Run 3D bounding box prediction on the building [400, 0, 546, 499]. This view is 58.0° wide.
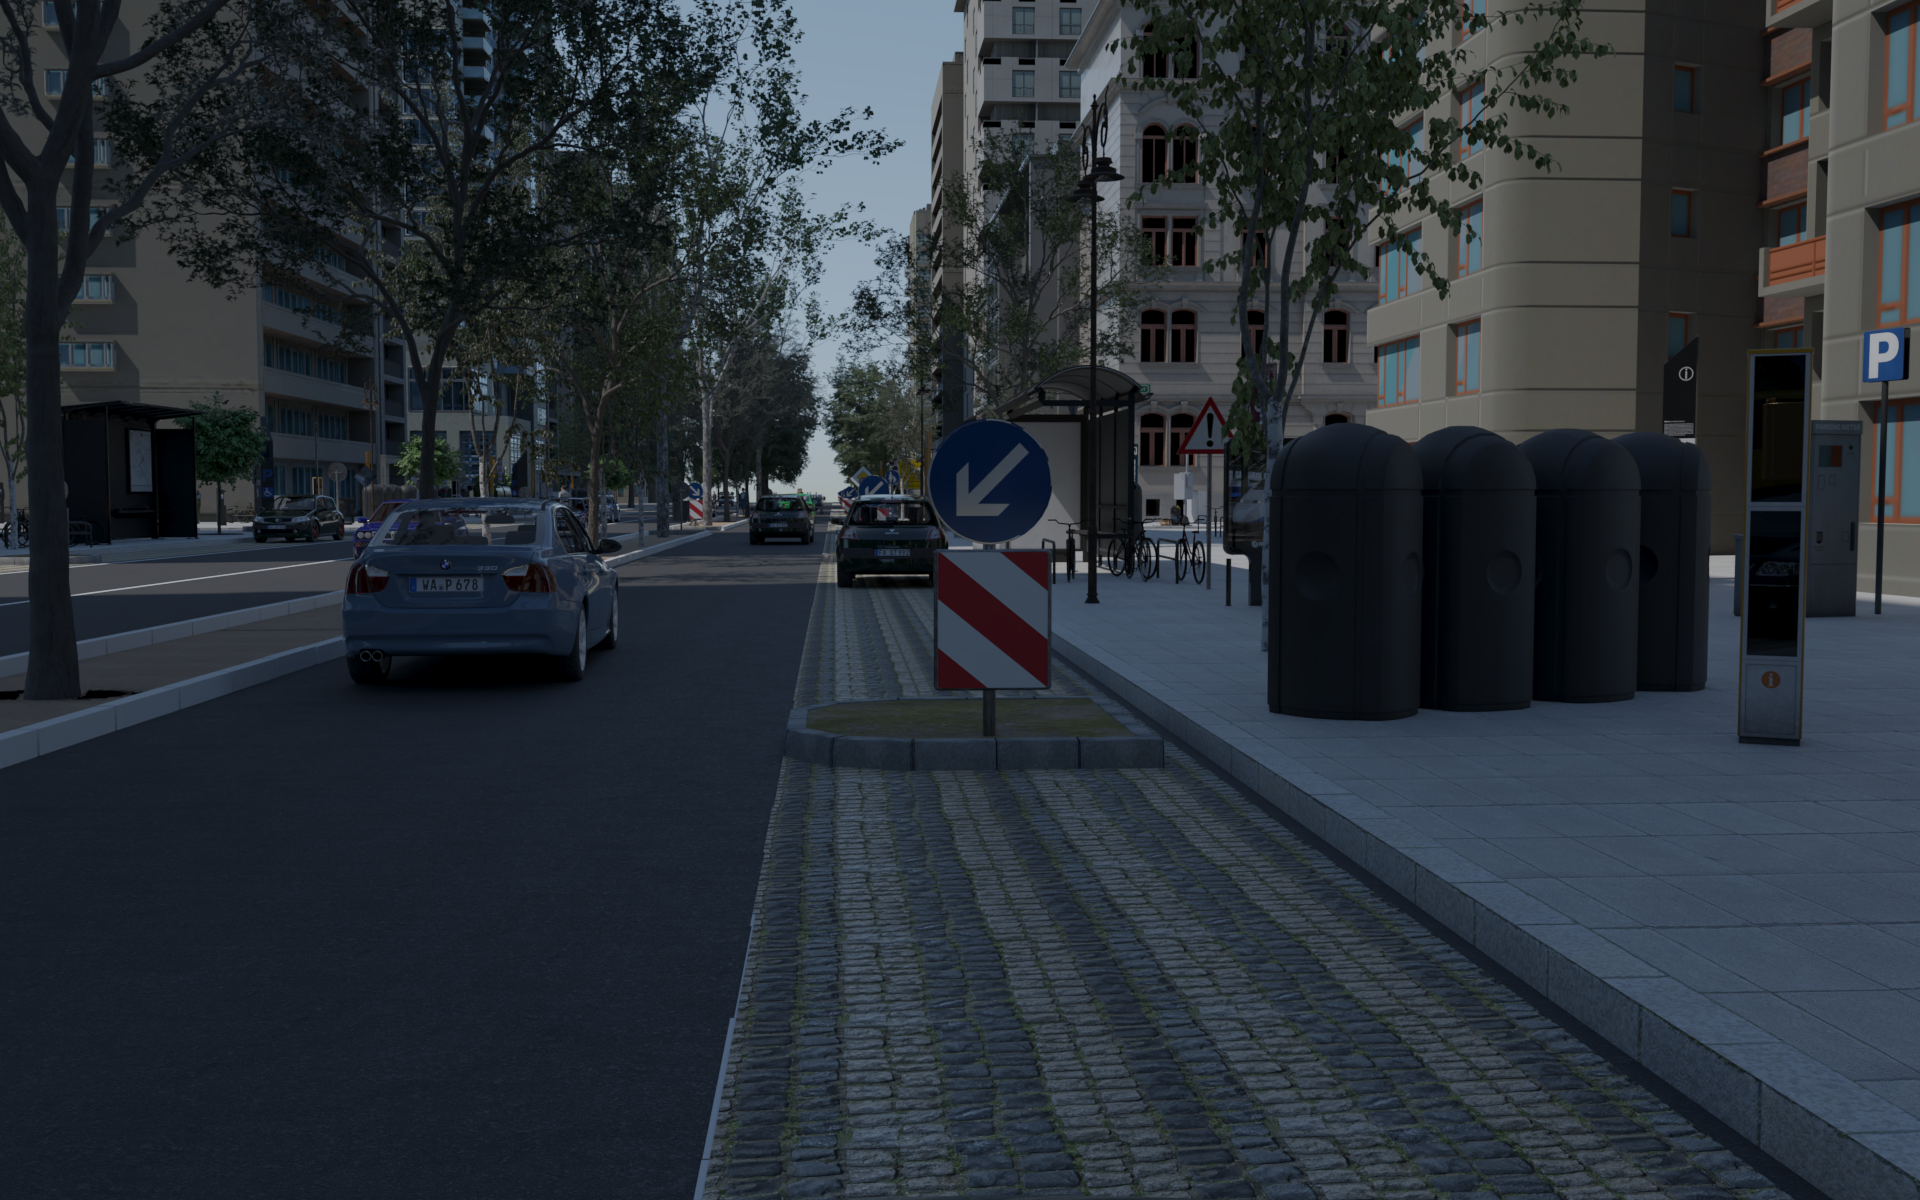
[{"bbox_3d":[-49.462,-51.527,155.142,22.319,86.520,31.000,0,4,-4],"label":"building"}]

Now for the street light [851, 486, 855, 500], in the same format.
[{"bbox_3d":[-18.994,-20.218,303.345,0.468,5.910,1.993,0,4,-4],"label":"street light"}]

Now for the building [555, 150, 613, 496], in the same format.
[{"bbox_3d":[-48.292,-31.594,200.150,14.154,41.232,14.086,0,4,-4],"label":"building"}]

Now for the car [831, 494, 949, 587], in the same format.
[{"bbox_3d":[-1.091,-1.105,27.849,2.009,1.686,4.222,0,4,-2],"label":"car"}]

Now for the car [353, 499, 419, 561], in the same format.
[{"bbox_3d":[-11.247,-1.408,35.602,1.945,1.354,3.894,0,4,-6],"label":"car"}]

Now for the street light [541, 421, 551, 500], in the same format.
[{"bbox_3d":[-26.277,-8.393,110.013,0.468,5.910,1.993,0,4,-4],"label":"street light"}]

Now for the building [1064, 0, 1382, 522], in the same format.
[{"bbox_3d":[17.691,-18.159,84.286,23.554,28.519,14.401,0,4,-4],"label":"building"}]

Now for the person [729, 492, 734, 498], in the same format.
[{"bbox_3d":[-34.109,-15.134,255.943,1.348,1.824,0.705,1,4,18],"label":"person"}]

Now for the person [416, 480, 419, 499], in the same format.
[{"bbox_3d":[-14.929,-2.423,48.218,0.850,1.850,0.679,0,4,5],"label":"person"}]

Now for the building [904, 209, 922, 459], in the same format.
[{"bbox_3d":[2.074,-40.954,289.200,23.786,49.044,30.456,0,4,-4],"label":"building"}]

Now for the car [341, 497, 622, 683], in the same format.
[{"bbox_3d":[-3.892,-0.152,14.494,2.014,1.417,4.499,0,4,-6],"label":"car"}]

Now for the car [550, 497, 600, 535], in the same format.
[{"bbox_3d":[-13.312,-2.823,58.743,1.945,1.354,3.894,0,4,-2],"label":"car"}]

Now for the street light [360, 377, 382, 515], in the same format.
[{"bbox_3d":[-23.328,-5.867,68.716,0.468,5.910,1.993,0,4,-4],"label":"street light"}]

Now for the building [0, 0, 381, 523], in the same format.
[{"bbox_3d":[-43.189,-28.341,87.084,21.300,48.544,21.600,0,4,-4],"label":"building"}]

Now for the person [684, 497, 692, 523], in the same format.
[{"bbox_3d":[-13.172,-4.598,84.033,0.694,1.780,0.624,2,4,32],"label":"person"}]

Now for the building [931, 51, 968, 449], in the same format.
[{"bbox_3d":[8.100,-34.502,187.810,21.300,48.544,21.600,0,4,-4],"label":"building"}]

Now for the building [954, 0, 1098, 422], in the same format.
[{"bbox_3d":[14.662,-35.090,162.965,28.713,52.752,27.495,0,4,-4],"label":"building"}]

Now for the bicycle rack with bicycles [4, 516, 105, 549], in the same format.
[{"bbox_3d":[-22.135,-1.729,41.658,2.925,0.926,2.852,-2,4,-29],"label":"bicycle rack with bicycles"}]

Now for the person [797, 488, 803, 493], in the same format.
[{"bbox_3d":[-10.611,-6.504,114.823,0.580,1.828,0.573,3,4,39],"label":"person"}]

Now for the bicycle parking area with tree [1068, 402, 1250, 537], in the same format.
[{"bbox_3d":[6.069,-4.033,52.939,8.231,4.147,9.016,1,4,12],"label":"bicycle parking area with tree"}]

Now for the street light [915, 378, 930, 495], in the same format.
[{"bbox_3d":[-1.339,-5.404,61.139,0.468,5.910,1.993,0,4,-4],"label":"street light"}]

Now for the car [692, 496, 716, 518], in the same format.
[{"bbox_3d":[-15.336,-5.458,101.819,1.945,1.354,3.894,0,4,-2],"label":"car"}]

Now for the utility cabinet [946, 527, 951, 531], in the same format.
[{"bbox_3d":[-0.128,-3.098,59.336,1.173,1.500,0.318,-2,4,-30],"label":"utility cabinet"}]

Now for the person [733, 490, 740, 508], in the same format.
[{"bbox_3d":[-23.177,-10.540,180.968,0.705,1.807,1.348,3,4,36],"label":"person"}]

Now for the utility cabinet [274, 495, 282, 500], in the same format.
[{"bbox_3d":[-31.145,-4.159,79.163,1.020,1.237,0.306,-2,4,-29],"label":"utility cabinet"}]

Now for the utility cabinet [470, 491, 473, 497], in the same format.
[{"bbox_3d":[-30.723,-6.238,110.670,1.173,1.500,0.318,1,4,11],"label":"utility cabinet"}]

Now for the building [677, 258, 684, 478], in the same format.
[{"bbox_3d":[-54.174,-37.171,291.346,14.154,41.232,14.086,0,4,-4],"label":"building"}]

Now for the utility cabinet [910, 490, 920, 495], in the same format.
[{"bbox_3d":[-2.359,-5.005,90.512,0.318,1.500,1.173,-1,4,-16],"label":"utility cabinet"}]

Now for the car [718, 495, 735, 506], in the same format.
[{"bbox_3d":[-27.430,-11.668,203.355,1.945,1.354,3.894,0,4,-5],"label":"car"}]

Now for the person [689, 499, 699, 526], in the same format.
[{"bbox_3d":[-11.463,-3.799,74.881,0.640,1.303,0.475,1,4,18],"label":"person"}]

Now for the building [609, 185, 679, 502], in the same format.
[{"bbox_3d":[-56.155,-39.704,272.864,21.300,48.544,21.600,0,4,-4],"label":"building"}]

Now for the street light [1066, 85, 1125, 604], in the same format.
[{"bbox_3d":[1.555,-2.899,20.182,0.468,5.910,1.993,0,4,-4],"label":"street light"}]

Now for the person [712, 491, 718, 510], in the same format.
[{"bbox_3d":[-21.767,-8.805,153.386,0.541,1.710,0.530,3,5,41],"label":"person"}]

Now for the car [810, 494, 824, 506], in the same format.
[{"bbox_3d":[-15.289,-10.381,181.738,2.014,1.417,4.499,0,4,-3],"label":"car"}]

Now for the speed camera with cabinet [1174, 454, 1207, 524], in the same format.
[{"bbox_3d":[9.982,-4.912,74.649,0.660,3.252,2.038,3,4,39],"label":"speed camera with cabinet"}]

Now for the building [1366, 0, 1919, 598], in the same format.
[{"bbox_3d":[25.074,-11.304,29.863,27.650,21.520,28.899,0,4,-4],"label":"building"}]

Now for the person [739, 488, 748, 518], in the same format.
[{"bbox_3d":[-12.864,-5.785,103.112,0.581,1.822,0.654,2,4,30],"label":"person"}]

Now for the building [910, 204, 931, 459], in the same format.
[{"bbox_3d":[-0.495,-37.684,266.238,14.600,45.320,14.200,0,4,-4],"label":"building"}]

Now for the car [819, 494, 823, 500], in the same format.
[{"bbox_3d":[-17.196,-12.047,207.188,2.015,1.641,3.980,0,4,-5],"label":"car"}]

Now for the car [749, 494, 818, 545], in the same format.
[{"bbox_3d":[-5.169,-2.490,50.505,2.009,1.686,4.222,0,4,-2],"label":"car"}]

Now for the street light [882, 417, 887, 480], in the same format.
[{"bbox_3d":[-4.387,-7.948,102.732,0.468,5.910,1.993,0,4,-4],"label":"street light"}]

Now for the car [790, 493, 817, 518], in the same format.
[{"bbox_3d":[-7.988,-4.668,85.112,1.959,1.807,4.718,0,4,-4],"label":"car"}]

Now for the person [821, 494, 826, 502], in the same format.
[{"bbox_3d":[-19.935,-14.707,252.147,0.799,1.438,0.628,0,4,-4],"label":"person"}]

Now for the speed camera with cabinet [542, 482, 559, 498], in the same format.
[{"bbox_3d":[-31.531,-8.542,134.002,0.660,3.252,2.038,1,4,23],"label":"speed camera with cabinet"}]

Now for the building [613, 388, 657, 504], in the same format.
[{"bbox_3d":[-58.037,-24.624,247.640,27.650,21.520,28.899,0,4,-4],"label":"building"}]

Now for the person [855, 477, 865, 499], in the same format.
[{"bbox_3d":[-2.127,-1.808,38.251,0.419,1.800,0.721,-1,4,-8],"label":"person"}]

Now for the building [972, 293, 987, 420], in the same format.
[{"bbox_3d":[6.643,-16.599,136.021,10.561,19.102,19.286,0,4,-4],"label":"building"}]

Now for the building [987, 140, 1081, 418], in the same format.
[{"bbox_3d":[9.896,-17.879,111.396,14.314,24.678,30.058,0,4,-4],"label":"building"}]

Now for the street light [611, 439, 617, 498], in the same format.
[{"bbox_3d":[-28.875,-10.503,144.508,0.468,5.910,1.993,0,4,-4],"label":"street light"}]

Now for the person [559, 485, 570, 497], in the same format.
[{"bbox_3d":[-18.575,-4.470,81.435,0.661,1.843,0.795,-3,5,-42],"label":"person"}]

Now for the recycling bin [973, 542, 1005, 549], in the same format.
[{"bbox_3d":[0.748,-1.652,39.566,0.722,1.027,0.722,2,4,24],"label":"recycling bin"}]

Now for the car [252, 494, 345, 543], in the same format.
[{"bbox_3d":[-19.845,-2.583,52.018,2.009,1.686,4.222,0,4,-3],"label":"car"}]

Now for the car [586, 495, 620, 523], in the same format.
[{"bbox_3d":[-18.174,-4.600,87.210,2.014,1.417,4.499,0,4,-5],"label":"car"}]

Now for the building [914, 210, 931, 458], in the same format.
[{"bbox_3d":[0.343,-34.731,251.444,14.154,41.232,14.086,0,4,-4],"label":"building"}]

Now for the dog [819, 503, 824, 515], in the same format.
[{"bbox_3d":[-9.696,-6.318,120.140,0.513,0.831,0.800,2,4,35],"label":"dog"}]

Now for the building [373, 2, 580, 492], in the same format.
[{"bbox_3d":[-51.252,-45.447,181.305,20.563,71.187,20.611,0,4,-4],"label":"building"}]

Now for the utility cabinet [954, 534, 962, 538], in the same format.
[{"bbox_3d":[0.169,-2.423,50.778,0.306,1.237,1.020,-2,4,-29],"label":"utility cabinet"}]

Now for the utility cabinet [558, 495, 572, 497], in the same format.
[{"bbox_3d":[-26.615,-6.451,116.634,1.020,1.237,0.306,2,4,32],"label":"utility cabinet"}]
